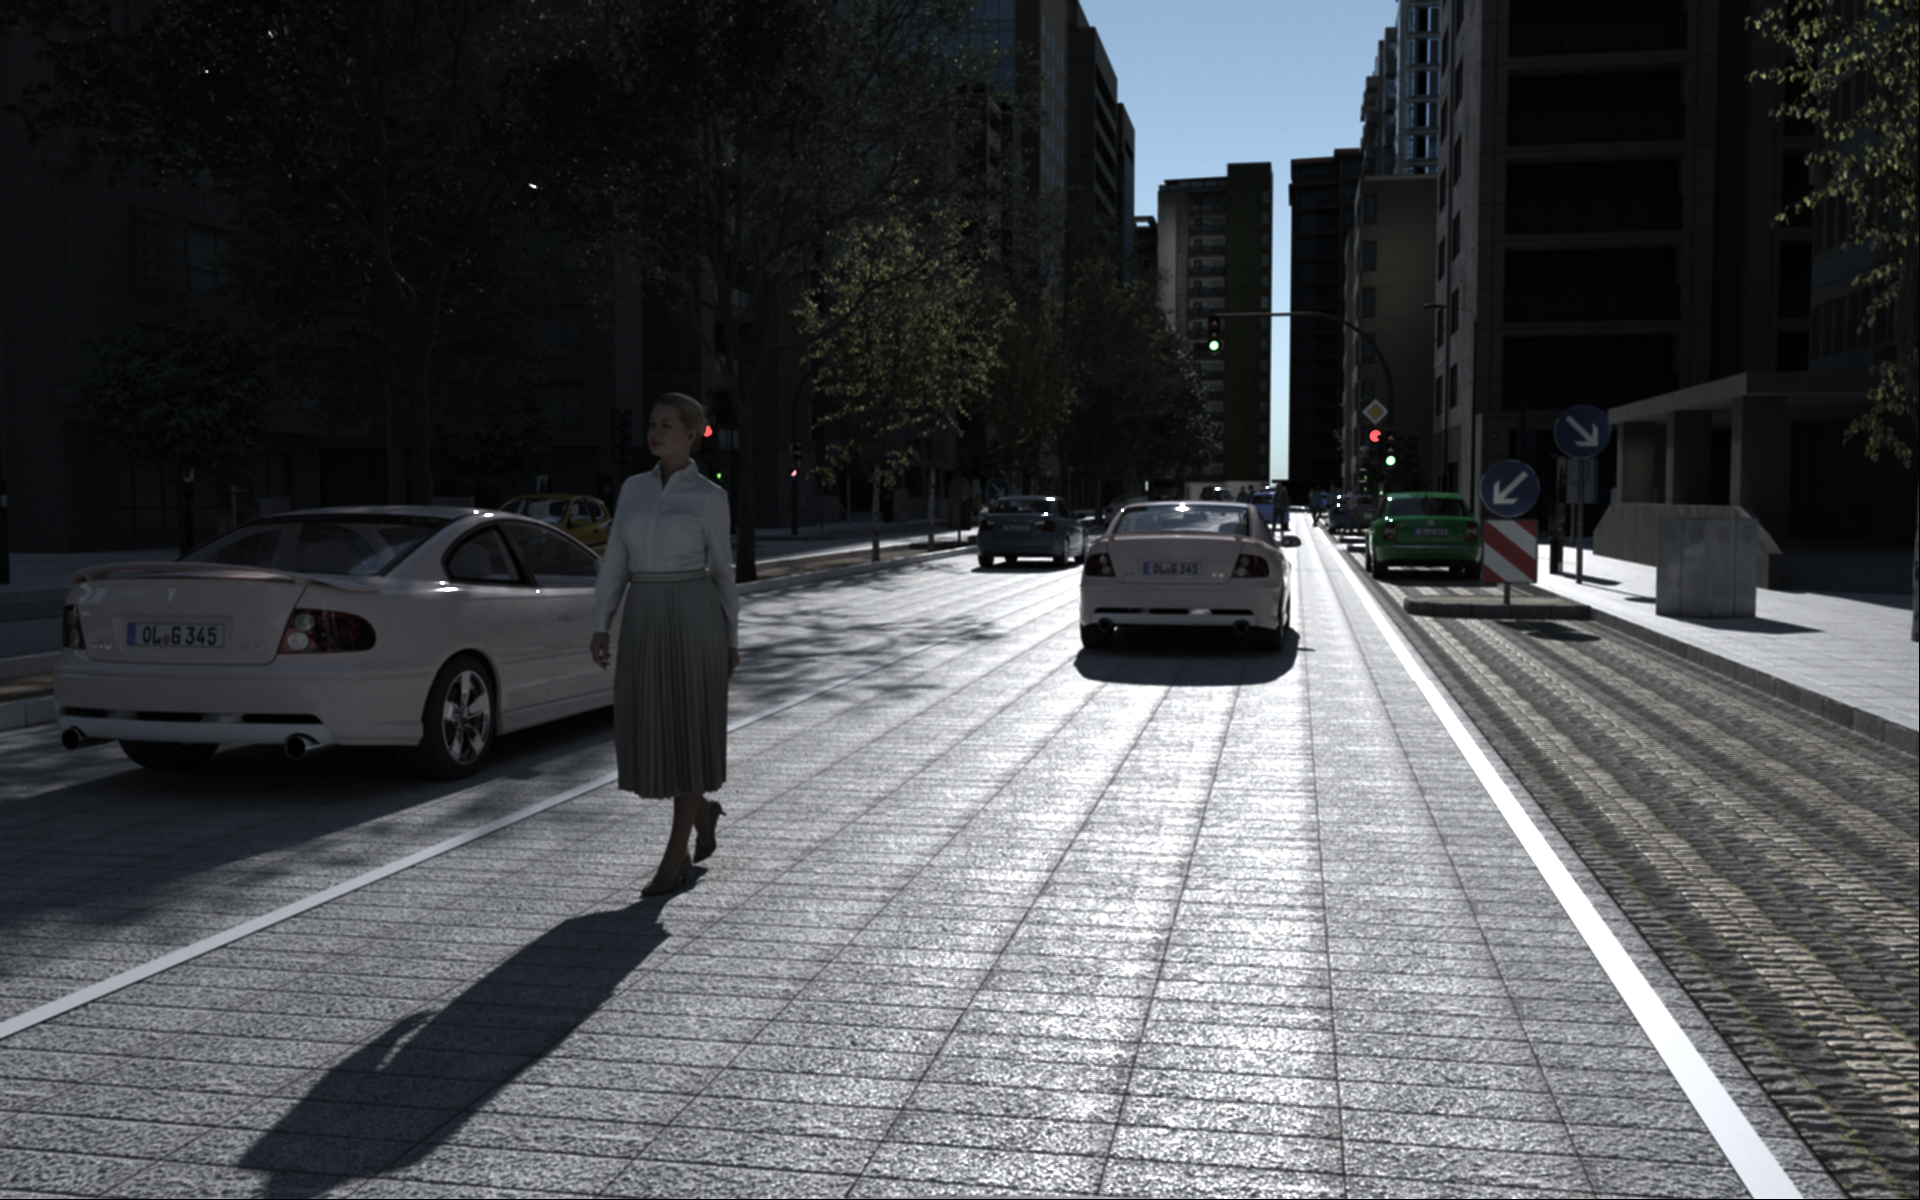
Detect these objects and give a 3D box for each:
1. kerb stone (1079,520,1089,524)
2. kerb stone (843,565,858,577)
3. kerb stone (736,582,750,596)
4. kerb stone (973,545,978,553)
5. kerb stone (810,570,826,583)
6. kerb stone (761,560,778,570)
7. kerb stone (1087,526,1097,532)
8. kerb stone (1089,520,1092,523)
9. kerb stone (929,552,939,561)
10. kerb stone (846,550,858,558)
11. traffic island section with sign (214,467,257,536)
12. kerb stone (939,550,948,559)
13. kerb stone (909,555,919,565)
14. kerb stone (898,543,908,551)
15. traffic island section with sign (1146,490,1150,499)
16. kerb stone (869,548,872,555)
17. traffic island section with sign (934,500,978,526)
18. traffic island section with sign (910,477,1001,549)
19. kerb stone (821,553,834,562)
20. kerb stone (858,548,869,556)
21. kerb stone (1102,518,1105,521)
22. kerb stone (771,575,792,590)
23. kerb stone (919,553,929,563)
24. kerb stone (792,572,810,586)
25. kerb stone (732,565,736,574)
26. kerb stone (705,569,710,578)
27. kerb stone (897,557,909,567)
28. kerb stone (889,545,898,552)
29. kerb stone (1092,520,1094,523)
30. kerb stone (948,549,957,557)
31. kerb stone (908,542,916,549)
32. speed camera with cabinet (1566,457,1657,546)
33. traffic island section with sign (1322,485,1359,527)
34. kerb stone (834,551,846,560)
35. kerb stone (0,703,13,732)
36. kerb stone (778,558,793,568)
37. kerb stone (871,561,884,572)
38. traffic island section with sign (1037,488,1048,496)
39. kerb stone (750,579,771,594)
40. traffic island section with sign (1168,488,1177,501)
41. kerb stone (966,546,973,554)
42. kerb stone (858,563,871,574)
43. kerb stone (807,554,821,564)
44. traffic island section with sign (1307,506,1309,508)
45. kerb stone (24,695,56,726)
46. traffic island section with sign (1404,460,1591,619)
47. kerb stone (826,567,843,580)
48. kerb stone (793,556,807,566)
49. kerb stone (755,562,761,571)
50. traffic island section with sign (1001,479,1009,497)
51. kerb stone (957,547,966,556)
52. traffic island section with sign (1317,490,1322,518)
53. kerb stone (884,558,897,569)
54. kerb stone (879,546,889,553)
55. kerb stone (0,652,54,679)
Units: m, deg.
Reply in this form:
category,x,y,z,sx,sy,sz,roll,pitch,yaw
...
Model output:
category,x,y,z,sx,sy,sz,roll,pitch,yaw
kerb stone,5.925,-3.693,82.569,0.120,0.150,1.000,1,4,11
kerb stone,-2.012,-0.496,30.304,0.120,0.150,1.000,1,4,11
kerb stone,-3.188,-0.127,24.268,0.120,0.150,1.000,1,4,11
kerb stone,0.304,-1.232,42.358,0.120,0.150,1.000,1,4,11
kerb stone,-2.421,-0.373,28.288,0.120,0.150,1.000,1,4,11
kerb stone,-3.695,-0.643,32.715,0.120,0.150,1.000,1,4,11
kerb stone,5.075,-2.745,67.073,0.120,0.150,1.000,1,4,11
kerb stone,6.121,-3.755,83.583,0.120,0.150,1.000,1,4,11
kerb stone,-0.658,-0.926,37.339,0.120,0.150,1.000,1,4,11
kerb stone,-2.530,-1.009,38.750,0.120,0.150,1.000,1,4,11
traffic island section with sign,-10.620,-0.974,24.556,1.989,1.847,2.006,1,4,11
kerb stone,-0.470,-0.988,38.344,0.120,0.150,1.000,1,4,11
kerb stone,-1.052,-0.797,35.326,0.120,0.150,1.000,1,4,11
kerb stone,-1.555,-1.317,43.773,0.120,0.150,1.000,1,4,11
traffic island section with sign,19.513,-10.532,180.826,1.989,1.847,2.006,1,4,11
kerb stone,-2.137,-1.133,40.756,0.120,0.150,1.000,1,4,11
traffic island section with sign,-0.076,-4.317,79.214,1.989,1.847,2.006,1,4,11
traffic island section with sign,-0.136,-2.287,45.534,2.006,1.907,1.989,1,4,11
kerb stone,-2.921,-0.890,36.739,0.120,0.150,1.000,1,4,11
kerb stone,-2.334,-1.074,39.753,0.120,0.150,1.000,1,4,11
kerb stone,7.862,-4.309,92.643,0.120,0.150,1.000,1,4,11
kerb stone,-2.795,-0.248,26.276,0.120,0.150,1.000,1,4,11
kerb stone,-0.858,-0.865,36.335,0.120,0.150,1.000,1,4,11
kerb stone,-2.599,-0.311,27.281,0.120,0.150,1.000,1,4,11
kerb stone,-4.086,-0.518,30.697,0.120,0.150,1.000,1,4,11
kerb stone,-4.282,-0.458,29.686,0.120,0.150,1.000,1,4,11
kerb stone,-1.236,-0.742,34.320,0.120,0.150,1.000,1,4,11
kerb stone,-1.757,-1.258,42.764,0.120,0.150,1.000,1,4,11
kerb stone,6.307,-3.815,84.590,0.120,0.150,1.000,1,4,11
kerb stone,-0.280,-1.046,39.348,0.120,0.150,1.000,1,4,11
kerb stone,-1.364,-1.381,44.777,0.120,0.150,1.000,1,4,11
speed camera with cabinet,15.838,-2.923,42.121,2.038,3.252,0.660,2,4,29
traffic island section with sign,16.984,-4.106,75.759,1.989,1.847,2.006,1,4,11
kerb stone,-2.727,-0.951,37.747,0.120,0.150,1.000,1,4,11
kerb stone,-5.899,0.736,10.163,0.120,0.150,1.000,1,4,11
kerb stone,-3.504,-0.704,33.719,0.120,0.150,1.000,1,4,11
kerb stone,-1.637,-0.619,32.316,0.120,0.150,1.000,1,4,11
traffic island section with sign,5.022,-5.936,105.685,1.989,1.847,2.006,1,4,11
kerb stone,-2.994,-0.188,25.273,0.120,0.150,1.000,1,4,11
traffic island section with sign,15.495,-7.245,126.592,2.006,1.907,1.989,1,4,11
kerb stone,0.108,-1.172,41.355,0.120,0.150,1.000,1,4,11
kerb stone,-1.829,-0.558,31.312,0.120,0.150,1.000,1,4,11
kerb stone,-3.114,-0.828,35.735,0.120,0.150,1.000,1,4,11
traffic island section with sign,31.498,-8.706,150.967,1.989,1.847,2.006,1,4,11
kerb stone,-5.711,0.674,11.173,0.120,0.150,1.000,1,4,11
traffic island section with sign,6.396,-0.746,20.817,1.989,1.847,2.006,1,4,11
kerb stone,-2.217,-0.430,29.296,0.120,0.150,1.000,1,4,11
kerb stone,-3.308,-0.761,34.731,0.120,0.150,1.000,1,4,11
kerb stone,-3.893,-0.578,31.706,0.120,0.150,1.000,1,4,11
traffic island section with sign,1.276,-2.732,52.806,2.006,1.907,1.989,1,4,11
kerb stone,-0.082,-1.110,40.351,0.120,0.150,1.000,1,4,11
traffic island section with sign,22.095,-5.725,102.227,1.989,1.847,2.006,1,4,11
kerb stone,-1.434,-0.669,33.318,0.120,0.150,1.000,1,4,11
kerb stone,-1.947,-1.197,41.760,0.120,0.150,1.000,1,4,11
kerb stone,-7.383,0.527,13.571,0.120,0.150,1.000,1,4,11
